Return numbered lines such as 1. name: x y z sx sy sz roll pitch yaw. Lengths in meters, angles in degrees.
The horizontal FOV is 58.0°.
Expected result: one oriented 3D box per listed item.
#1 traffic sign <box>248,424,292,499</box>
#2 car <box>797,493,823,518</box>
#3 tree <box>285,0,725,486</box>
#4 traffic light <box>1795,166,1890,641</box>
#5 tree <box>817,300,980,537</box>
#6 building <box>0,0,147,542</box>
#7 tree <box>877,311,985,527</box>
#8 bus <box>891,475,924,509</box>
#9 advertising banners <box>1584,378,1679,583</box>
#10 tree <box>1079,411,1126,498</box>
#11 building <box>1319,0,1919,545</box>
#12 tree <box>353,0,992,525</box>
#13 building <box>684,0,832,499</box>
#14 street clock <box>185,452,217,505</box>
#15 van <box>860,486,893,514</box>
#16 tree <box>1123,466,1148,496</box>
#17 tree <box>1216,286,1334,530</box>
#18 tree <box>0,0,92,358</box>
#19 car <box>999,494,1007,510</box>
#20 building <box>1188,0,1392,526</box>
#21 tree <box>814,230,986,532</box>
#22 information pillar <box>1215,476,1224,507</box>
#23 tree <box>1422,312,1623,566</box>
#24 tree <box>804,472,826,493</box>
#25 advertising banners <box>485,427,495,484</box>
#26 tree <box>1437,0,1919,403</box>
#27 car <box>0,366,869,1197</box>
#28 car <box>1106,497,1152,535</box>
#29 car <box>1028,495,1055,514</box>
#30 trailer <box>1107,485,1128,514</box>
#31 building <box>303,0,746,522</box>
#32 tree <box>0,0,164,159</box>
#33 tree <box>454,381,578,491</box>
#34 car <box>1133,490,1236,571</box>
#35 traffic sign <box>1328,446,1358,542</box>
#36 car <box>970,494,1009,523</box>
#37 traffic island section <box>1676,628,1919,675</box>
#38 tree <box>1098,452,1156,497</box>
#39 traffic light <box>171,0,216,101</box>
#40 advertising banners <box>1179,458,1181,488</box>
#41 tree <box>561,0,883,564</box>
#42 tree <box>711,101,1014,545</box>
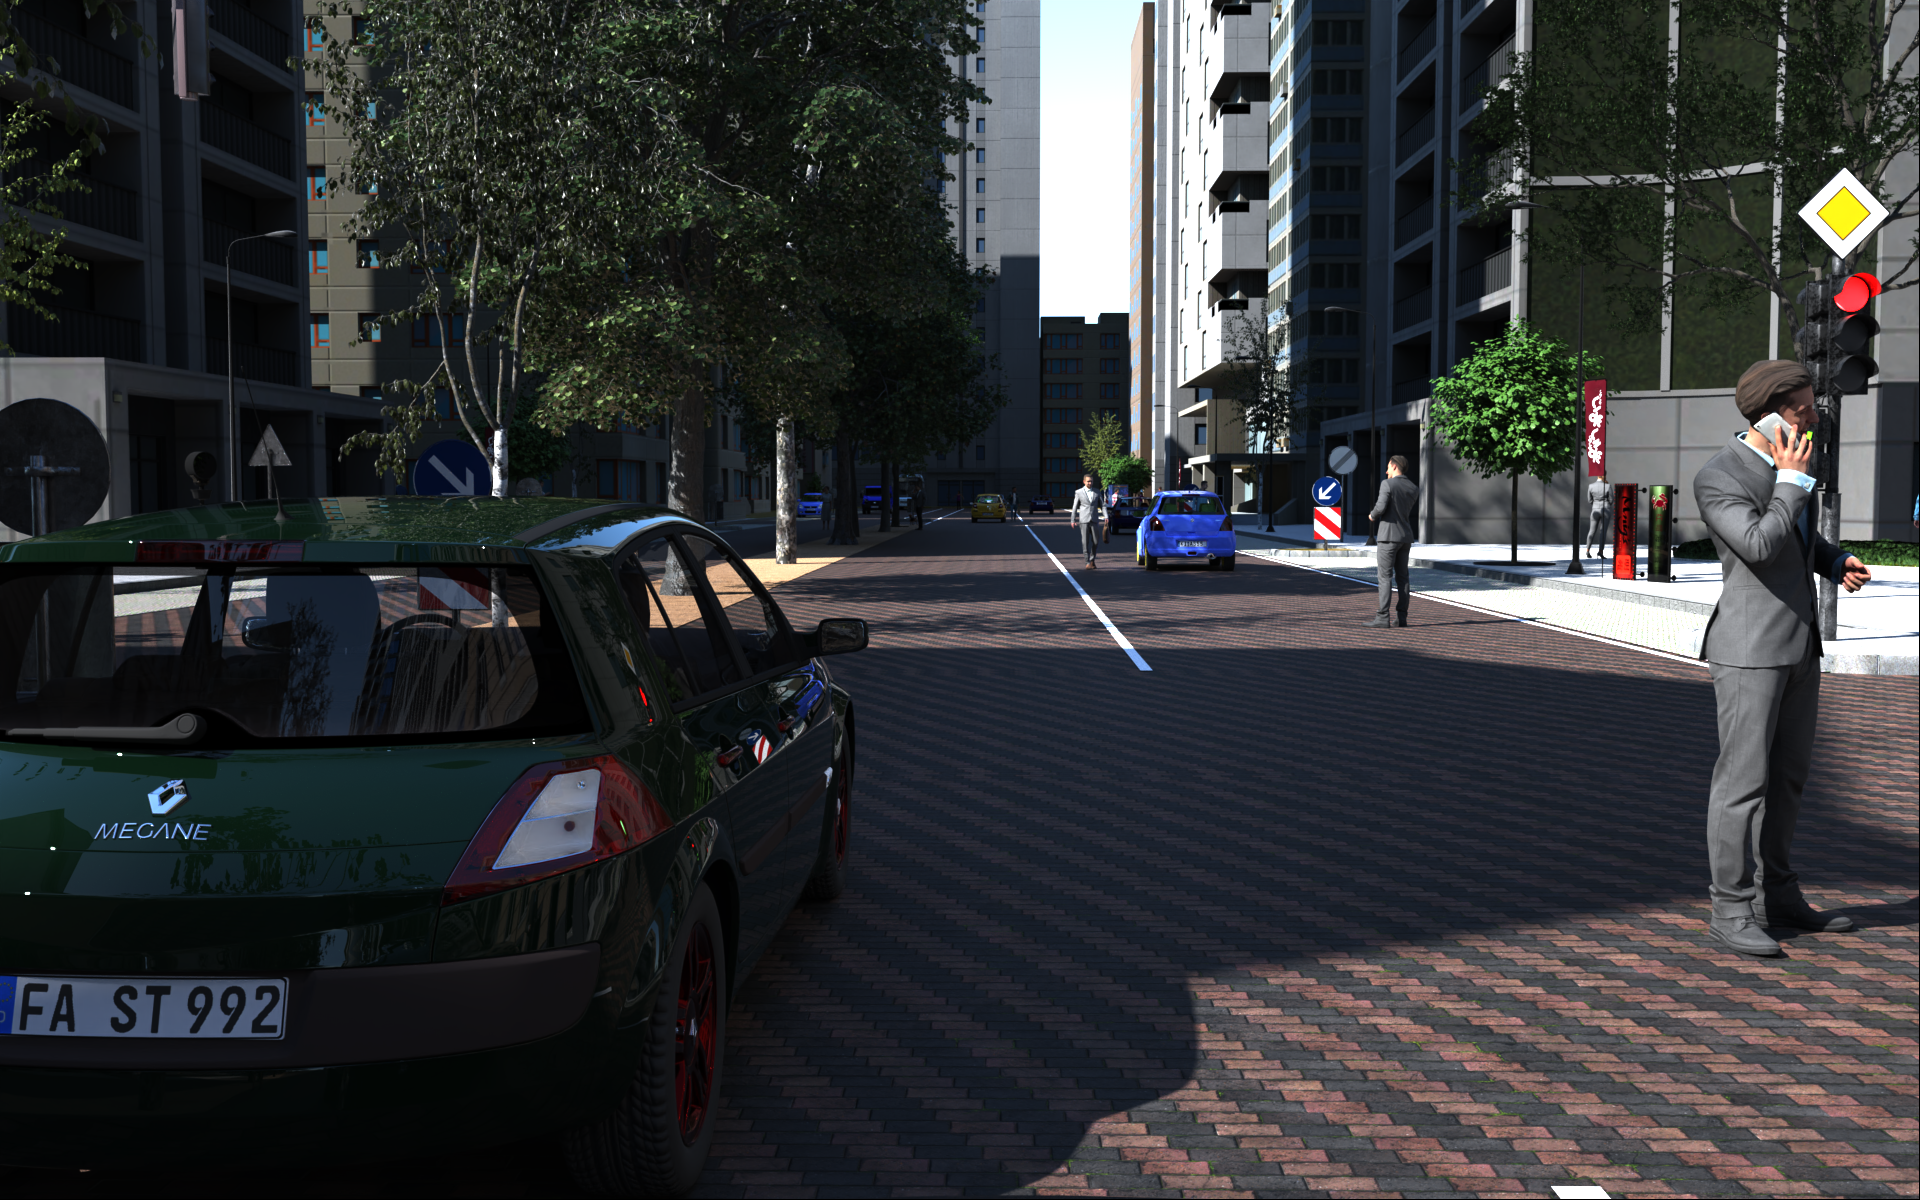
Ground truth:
1. traffic sign: -12.857 -1.974 32.273 0.884 2.594 0.081 1 4 10
2. car: -8.962 -5.887 105.843 1.945 1.707 3.694 0 4 1
3. tree: -4.276 -3.867 16.051 4.360 8.622 3.978 0 3 0
4. traffic light: 7.570 -1.598 15.042 0.839 4.253 0.868 0 4 1
5. tree: -3.424 -7.368 57.332 8.767 10.594 7.601 0 4 1
6. building: -25.263 -36.776 39.544 20.563 71.187 20.611 0 4 1
7. tree: -2.688 -8.951 74.558 9.928 11.665 9.643 0 3 0
8. bus: -4.635 -9.987 158.149 2.948 3.499 13.247 0 4 0
9. advertising banners: 9.919 -1.807 25.729 0.090 3.025 2.074 -1 4 -18
10. tree: 12.539 -12.327 151.912 4.737 8.622 4.395 0 3 0
11. building: 22.190 -37.189 46.293 20.563 71.187 20.611 0 4 1
12. tree: -3.905 -7.039 24.198 9.857 13.997 8.962 0 3 0
13. building: -22.982 -32.419 153.749 21.600 48.544 21.300 0 4 1
14. street clock: -12.935 -1.529 29.562 0.358 2.002 0.471 2 4 29
15. van: -5.922 -7.353 124.607 2.240 2.365 5.245 0 4 2
16. tree: 12.119 -7.699 120.482 1.663 3.219 1.824 0 3 0
17. tree: 11.028 -6.851 62.377 4.360 8.622 3.978 0 3 0
18. tree: -14.117 -4.472 23.477 4.737 8.622 4.395 0 3 0
19. car: 3.243 -8.596 152.541 2.014 1.417 4.499 0 4 3
20. building: 27.095 -23.578 77.378 32.217 40.220 23.993 0 4 1
21. tree: -2.917 -8.861 65.465 7.486 12.596 7.792 0 3 0
22. information pillar: 10.466 -4.002 69.923 0.304 2.012 0.304 0 4 -3
23. tree: 10.168 -2.914 31.362 4.285 4.588 4.351 0 3 0
24. tree: -11.222 -8.658 136.165 1.663 3.219 1.824 0 3 0
25. advertising banners: -12.461 -2.950 44.416 0.090 3.025 2.074 1 4 20
26. tree: 9.969 -5.258 20.387 8.767 10.594 7.601 1 4 13
27. car: -1.313 0.295 4.966 2.009 1.686 4.222 0 4 3
28. car: 6.238 -3.043 62.326 1.945 1.354 3.894 0 4 2
29. car: 5.805 -6.788 123.568 1.945 1.354 3.894 0 4 2
30. trailer: 9.674 -6.086 106.553 1.471 1.999 3.904 0 4 0
31. building: -25.095 -13.989 73.758 27.650 21.520 28.899 0 4 1
32. tree: -4.169 -3.262 6.156 4.360 8.622 3.978 0 3 0
33. tree: -12.584 -4.003 49.170 4.285 4.588 4.351 0 3 0
34. car: 4.354 -1.474 33.694 1.945 1.707 3.694 0 4 2
35. traffic sign: 10.165 -2.809 46.035 0.768 2.556 0.104 0 4 7
36. car: 1.476 -4.757 88.008 2.015 1.641 3.980 0 4 3
37. traffic island section: 7.610 0.436 15.155 2.009 0.180 2.903 0 4 1
38. tree: 12.519 -9.383 137.129 4.285 4.588 4.351 0 3 0
39. traffic light: -9.093 -2.494 15.445 4.771 5.953 1.251 0 4 1
40. advertising banners: 10.619 -5.376 84.093 0.090 3.025 2.074 0 4 5
41. tree: -4.740 -10.843 35.630 12.611 20.169 13.585 0 3 0
42. tree: -3.288 -7.896 48.572 9.611 12.733 9.660 0 3 0
